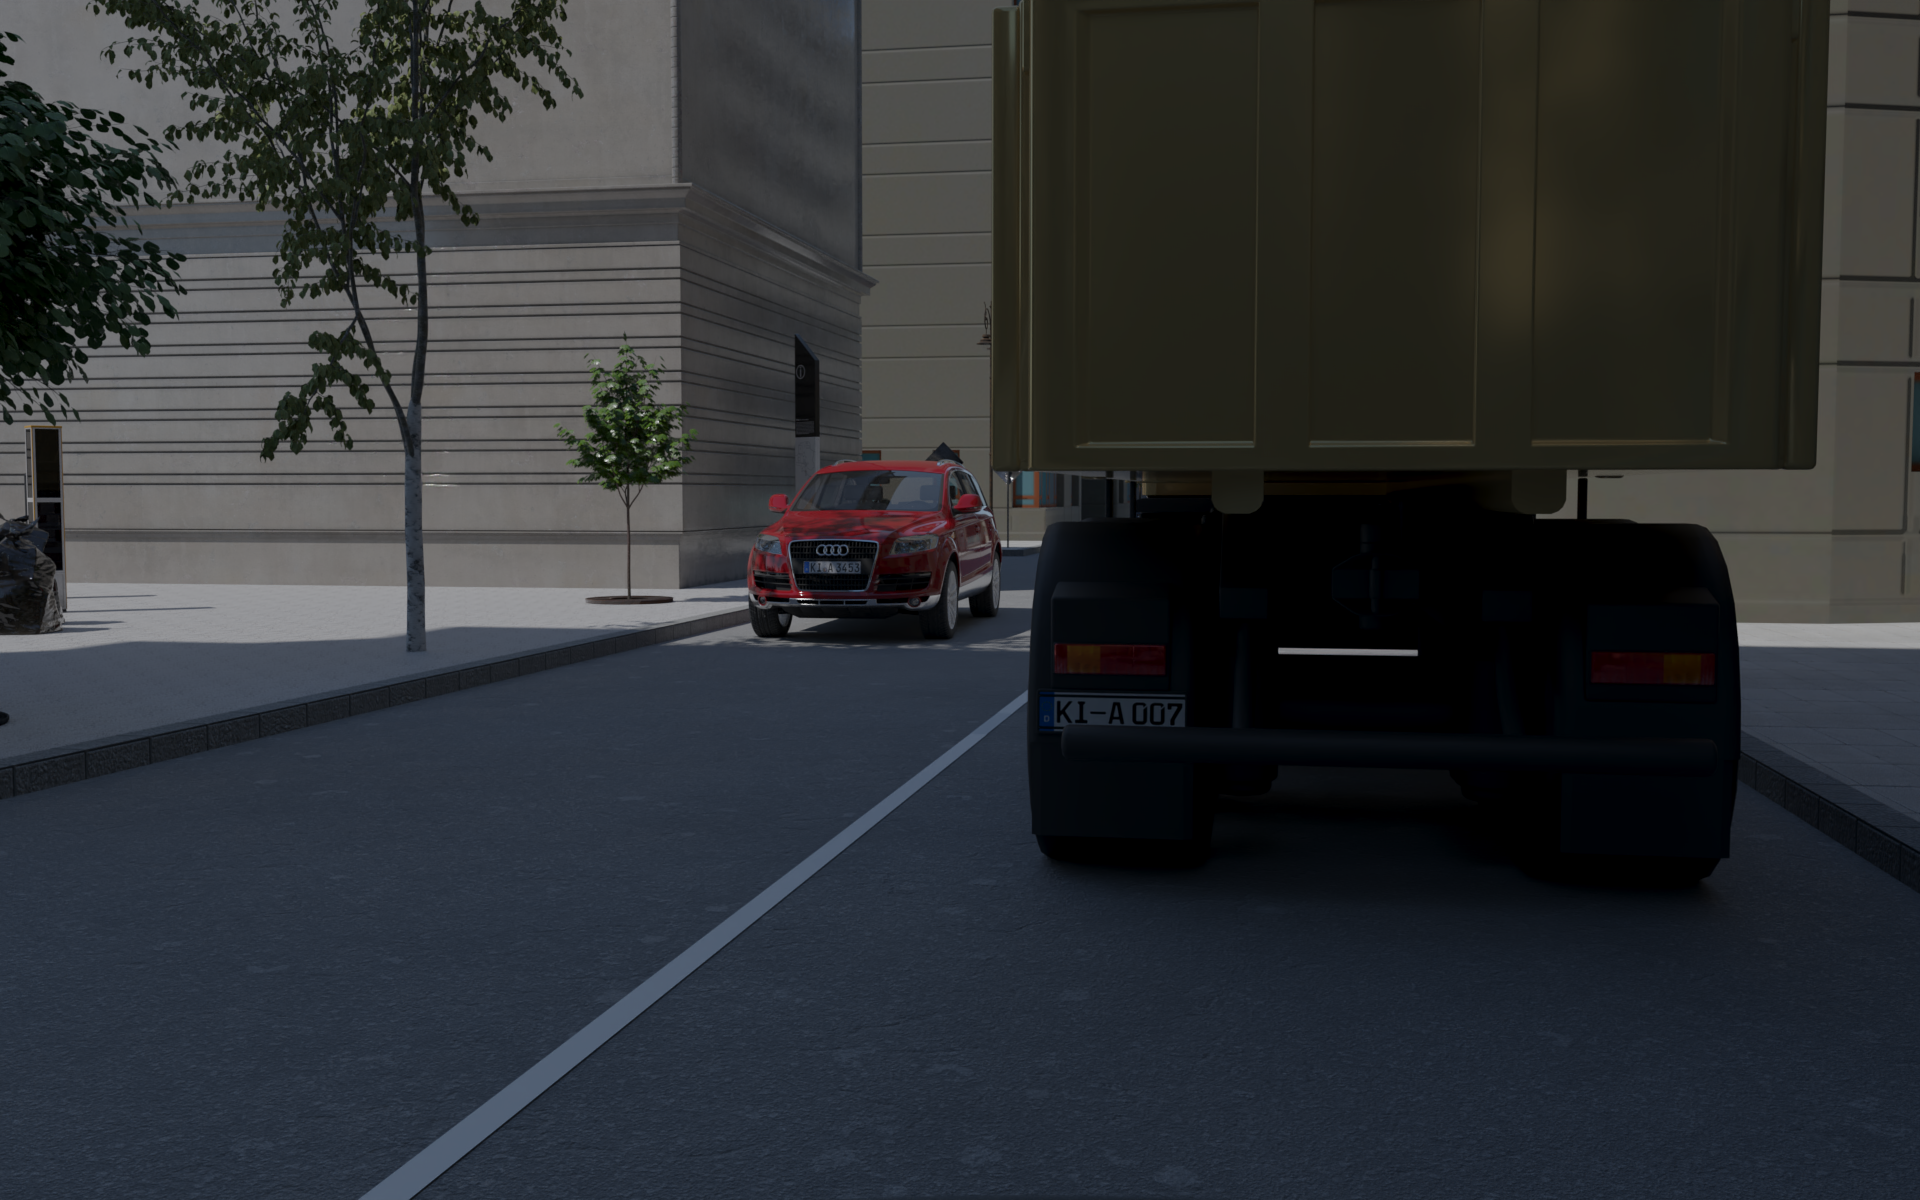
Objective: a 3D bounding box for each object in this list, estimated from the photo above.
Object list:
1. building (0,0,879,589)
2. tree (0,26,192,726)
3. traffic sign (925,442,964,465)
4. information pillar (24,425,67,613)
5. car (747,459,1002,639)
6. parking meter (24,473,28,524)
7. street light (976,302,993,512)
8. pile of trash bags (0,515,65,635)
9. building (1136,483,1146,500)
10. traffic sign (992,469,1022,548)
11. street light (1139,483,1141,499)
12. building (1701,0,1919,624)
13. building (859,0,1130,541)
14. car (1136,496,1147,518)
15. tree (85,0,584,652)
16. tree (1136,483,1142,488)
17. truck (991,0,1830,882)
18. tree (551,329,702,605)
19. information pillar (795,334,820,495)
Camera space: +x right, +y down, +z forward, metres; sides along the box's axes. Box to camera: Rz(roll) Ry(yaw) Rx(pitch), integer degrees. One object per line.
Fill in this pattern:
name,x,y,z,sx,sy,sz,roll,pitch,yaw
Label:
building,-12.432,-11.812,29.285,21.152,22.565,11.583,1,4,11
tree,-6.091,-1.566,9.313,4.285,4.588,4.351,0,3,0
traffic sign,-0.326,-1.823,33.450,0.795,2.450,0.064,1,4,11
information pillar,-9.869,-0.869,18.703,0.304,2.012,0.304,-3,5,-40
car,-0.794,-0.625,18.899,2.281,1.827,5.304,1,4,9
parking meter,-11.244,-0.785,21.241,0.372,1.533,0.369,0,3,0
street light,0.749,-4.207,41.575,0.468,5.910,1.993,1,4,11
pile of trash bags,-10.176,-0.392,16.160,3.447,1.369,1.912,-1,4,-13
building,0.171,-33.989,97.722,21.231,58.520,28.212,1,4,11
traffic sign,1.149,-2.303,41.298,0.795,2.450,0.064,1,4,11
street light,8.696,-6.775,83.556,0.468,5.910,1.993,1,4,11
building,18.427,-10.029,9.020,27.650,21.520,28.899,1,4,11
building,-8.590,-13.353,63.368,27.650,21.520,28.899,1,4,11
car,7.545,-3.243,65.033,2.014,1.417,4.499,1,4,9
tree,-4.685,-3.886,13.900,4.737,8.622,4.395,0,3,0
tree,8.123,-7.926,79.954,4.737,8.622,4.395,0,3,0
truck,2.181,-0.871,10.158,3.469,3.379,9.791,1,4,10
tree,-4.023,-1.576,20.370,1.663,3.219,1.824,0,3,0
information pillar,-2.233,-2.074,25.259,0.183,3.616,0.504,-3,5,-43
